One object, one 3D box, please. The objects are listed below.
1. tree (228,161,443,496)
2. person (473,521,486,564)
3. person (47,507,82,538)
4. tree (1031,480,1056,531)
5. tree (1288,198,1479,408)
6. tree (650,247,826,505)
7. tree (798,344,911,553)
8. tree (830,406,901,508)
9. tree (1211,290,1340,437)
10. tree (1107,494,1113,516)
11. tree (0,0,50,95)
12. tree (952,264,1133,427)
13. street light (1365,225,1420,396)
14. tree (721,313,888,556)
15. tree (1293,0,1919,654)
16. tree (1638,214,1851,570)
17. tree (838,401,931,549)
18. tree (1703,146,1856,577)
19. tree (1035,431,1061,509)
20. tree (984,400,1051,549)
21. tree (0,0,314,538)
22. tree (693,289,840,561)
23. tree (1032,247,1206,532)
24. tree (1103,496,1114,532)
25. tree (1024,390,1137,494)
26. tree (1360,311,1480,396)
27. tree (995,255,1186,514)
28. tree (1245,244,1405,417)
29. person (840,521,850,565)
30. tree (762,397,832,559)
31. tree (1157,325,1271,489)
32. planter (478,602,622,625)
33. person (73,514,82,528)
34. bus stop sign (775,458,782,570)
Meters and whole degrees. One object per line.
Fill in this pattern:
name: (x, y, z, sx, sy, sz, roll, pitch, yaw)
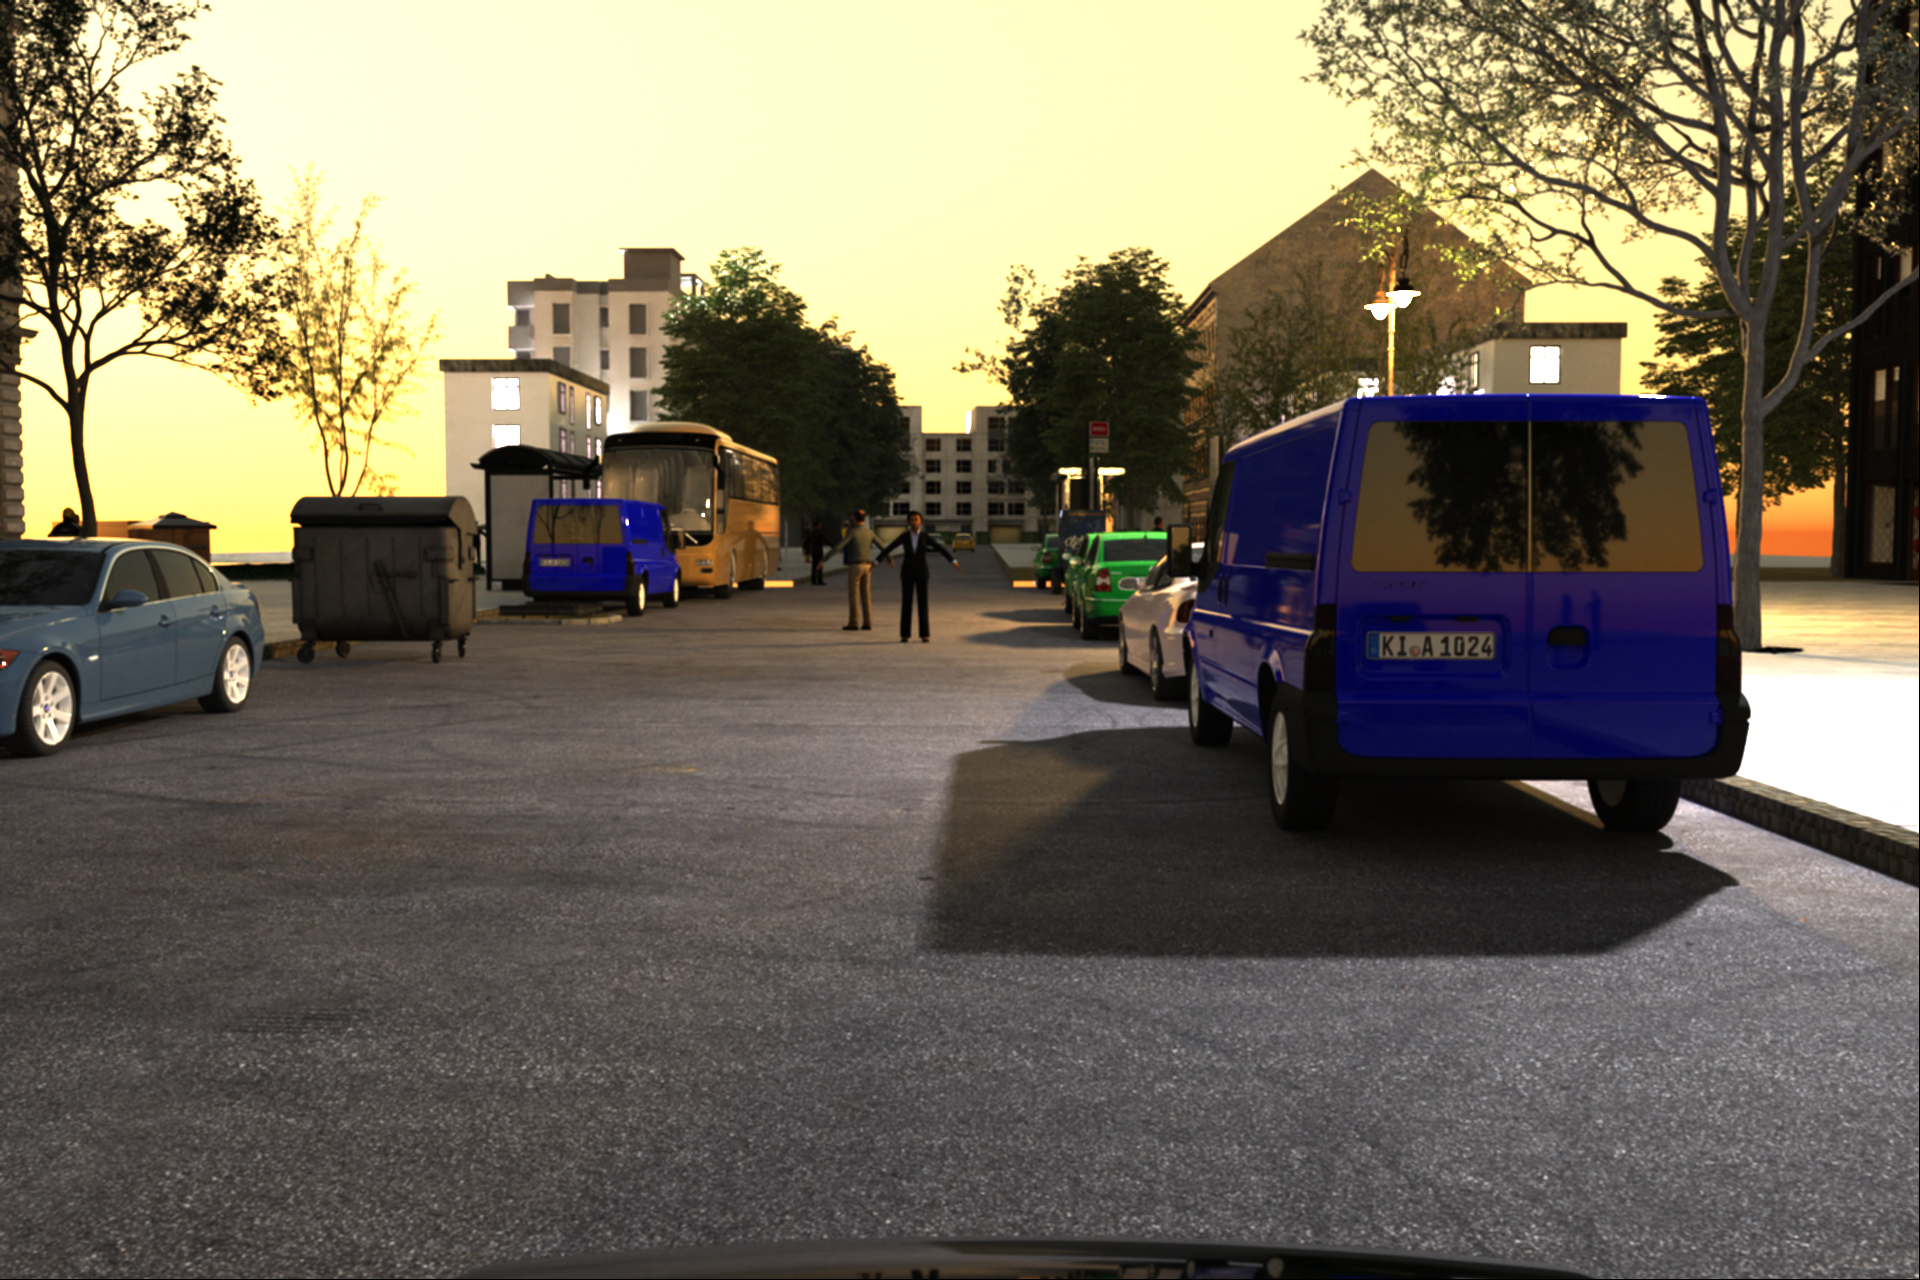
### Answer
tree: (-12.595, -5.174, 34.959, 4.360, 8.622, 3.978, 0, 3, 0)
person: (-20.102, -4.033, 71.871, 1.347, 1.837, 0.705, 0, 4, -4)
person: (-19.098, -1.921, 37.179, 1.351, 1.858, 0.704, 0, 4, 6)
tree: (7.917, -11.378, 136.387, 4.360, 8.622, 3.978, 0, 3, 0)
tree: (8.916, -5.264, 36.428, 4.360, 8.622, 3.978, 0, 3, 0)
tree: (-8.877, -9.212, 68.749, 7.486, 12.596, 7.792, 0, 3, 0)
tree: (-7.715, -12.841, 116.610, 9.857, 13.997, 8.962, 0, 3, 0)
tree: (-8.269, -12.856, 135.953, 9.928, 11.665, 9.643, 0, 3, 0)
tree: (9.803, -6.293, 53.253, 4.737, 8.622, 4.395, 0, 3, 0)
tree: (23.066, -17.977, 244.281, 4.360, 8.622, 3.978, 0, 3, 0)
tree: (-12.512, -6.333, 13.908, 12.009, 13.543, 11.850, 0, 3, 0)
tree: (6.247, -16.305, 122.480, 12.611, 20.169, 13.585, 0, 3, 0)
street light: (6.526, -3.272, 26.289, 0.468, 5.910, 1.993, 0, 4, 1)
tree: (-8.883, -11.809, 99.735, 9.857, 13.997, 8.962, 0, 3, 0)
tree: (8.785, -6.627, 18.720, 12.009, 13.543, 11.850, 0, 3, 0)
tree: (28.191, -8.806, 62.100, 7.486, 12.596, 7.792, 0, 3, 0)
tree: (-7.661, -14.622, 149.435, 12.009, 13.543, 11.850, 0, 3, 0)
tree: (25.833, -8.151, 51.393, 7.486, 12.596, 7.792, 0, 3, 0)
tree: (6.710, -9.774, 110.170, 4.360, 8.622, 3.978, 0, 3, 0)
tree: (7.470, -14.812, 152.545, 12.009, 13.543, 11.850, 0, 3, 0)
tree: (-13.168, -5.567, 25.429, 7.601, 10.594, 8.767, -1, 4, -9)
tree: (-8.919, -9.941, 80.664, 7.486, 12.596, 7.792, 0, 3, 0)
tree: (6.494, -9.233, 69.092, 7.486, 12.596, 7.792, 0, 3, 0)
tree: (20.877, -17.608, 238.252, 4.737, 8.622, 4.395, 0, 3, 0)
tree: (7.123, -10.132, 100.063, 7.601, 10.594, 8.767, -3, 4, -39)
tree: (15.072, -6.490, 56.477, 4.737, 8.622, 4.395, 0, 3, 0)
tree: (6.288, -10.661, 80.968, 9.857, 13.997, 8.962, 0, 3, 0)
tree: (9.081, -5.783, 44.910, 4.360, 8.622, 3.978, 0, 3, 0)
person: (-4.603, -3.975, 70.966, 0.705, 1.833, 1.349, -2, 4, -34)
tree: (-9.263, -8.529, 89.809, 4.360, 8.622, 3.978, 0, 3, 0)
tree: (9.193, -6.746, 60.660, 4.360, 8.622, 3.978, 0, 3, 0)
planter: (-6.615, -0.438, 28.307, 1.991, 0.319, 1.994, 0, 4, 1)
person: (-23.155, -2.401, 45.436, 1.348, 1.807, 0.705, 1, 4, 18)
bus stop sign: (-6.711, -4.425, 61.058, 0.855, 3.939, 0.416, 0, 4, 1)
